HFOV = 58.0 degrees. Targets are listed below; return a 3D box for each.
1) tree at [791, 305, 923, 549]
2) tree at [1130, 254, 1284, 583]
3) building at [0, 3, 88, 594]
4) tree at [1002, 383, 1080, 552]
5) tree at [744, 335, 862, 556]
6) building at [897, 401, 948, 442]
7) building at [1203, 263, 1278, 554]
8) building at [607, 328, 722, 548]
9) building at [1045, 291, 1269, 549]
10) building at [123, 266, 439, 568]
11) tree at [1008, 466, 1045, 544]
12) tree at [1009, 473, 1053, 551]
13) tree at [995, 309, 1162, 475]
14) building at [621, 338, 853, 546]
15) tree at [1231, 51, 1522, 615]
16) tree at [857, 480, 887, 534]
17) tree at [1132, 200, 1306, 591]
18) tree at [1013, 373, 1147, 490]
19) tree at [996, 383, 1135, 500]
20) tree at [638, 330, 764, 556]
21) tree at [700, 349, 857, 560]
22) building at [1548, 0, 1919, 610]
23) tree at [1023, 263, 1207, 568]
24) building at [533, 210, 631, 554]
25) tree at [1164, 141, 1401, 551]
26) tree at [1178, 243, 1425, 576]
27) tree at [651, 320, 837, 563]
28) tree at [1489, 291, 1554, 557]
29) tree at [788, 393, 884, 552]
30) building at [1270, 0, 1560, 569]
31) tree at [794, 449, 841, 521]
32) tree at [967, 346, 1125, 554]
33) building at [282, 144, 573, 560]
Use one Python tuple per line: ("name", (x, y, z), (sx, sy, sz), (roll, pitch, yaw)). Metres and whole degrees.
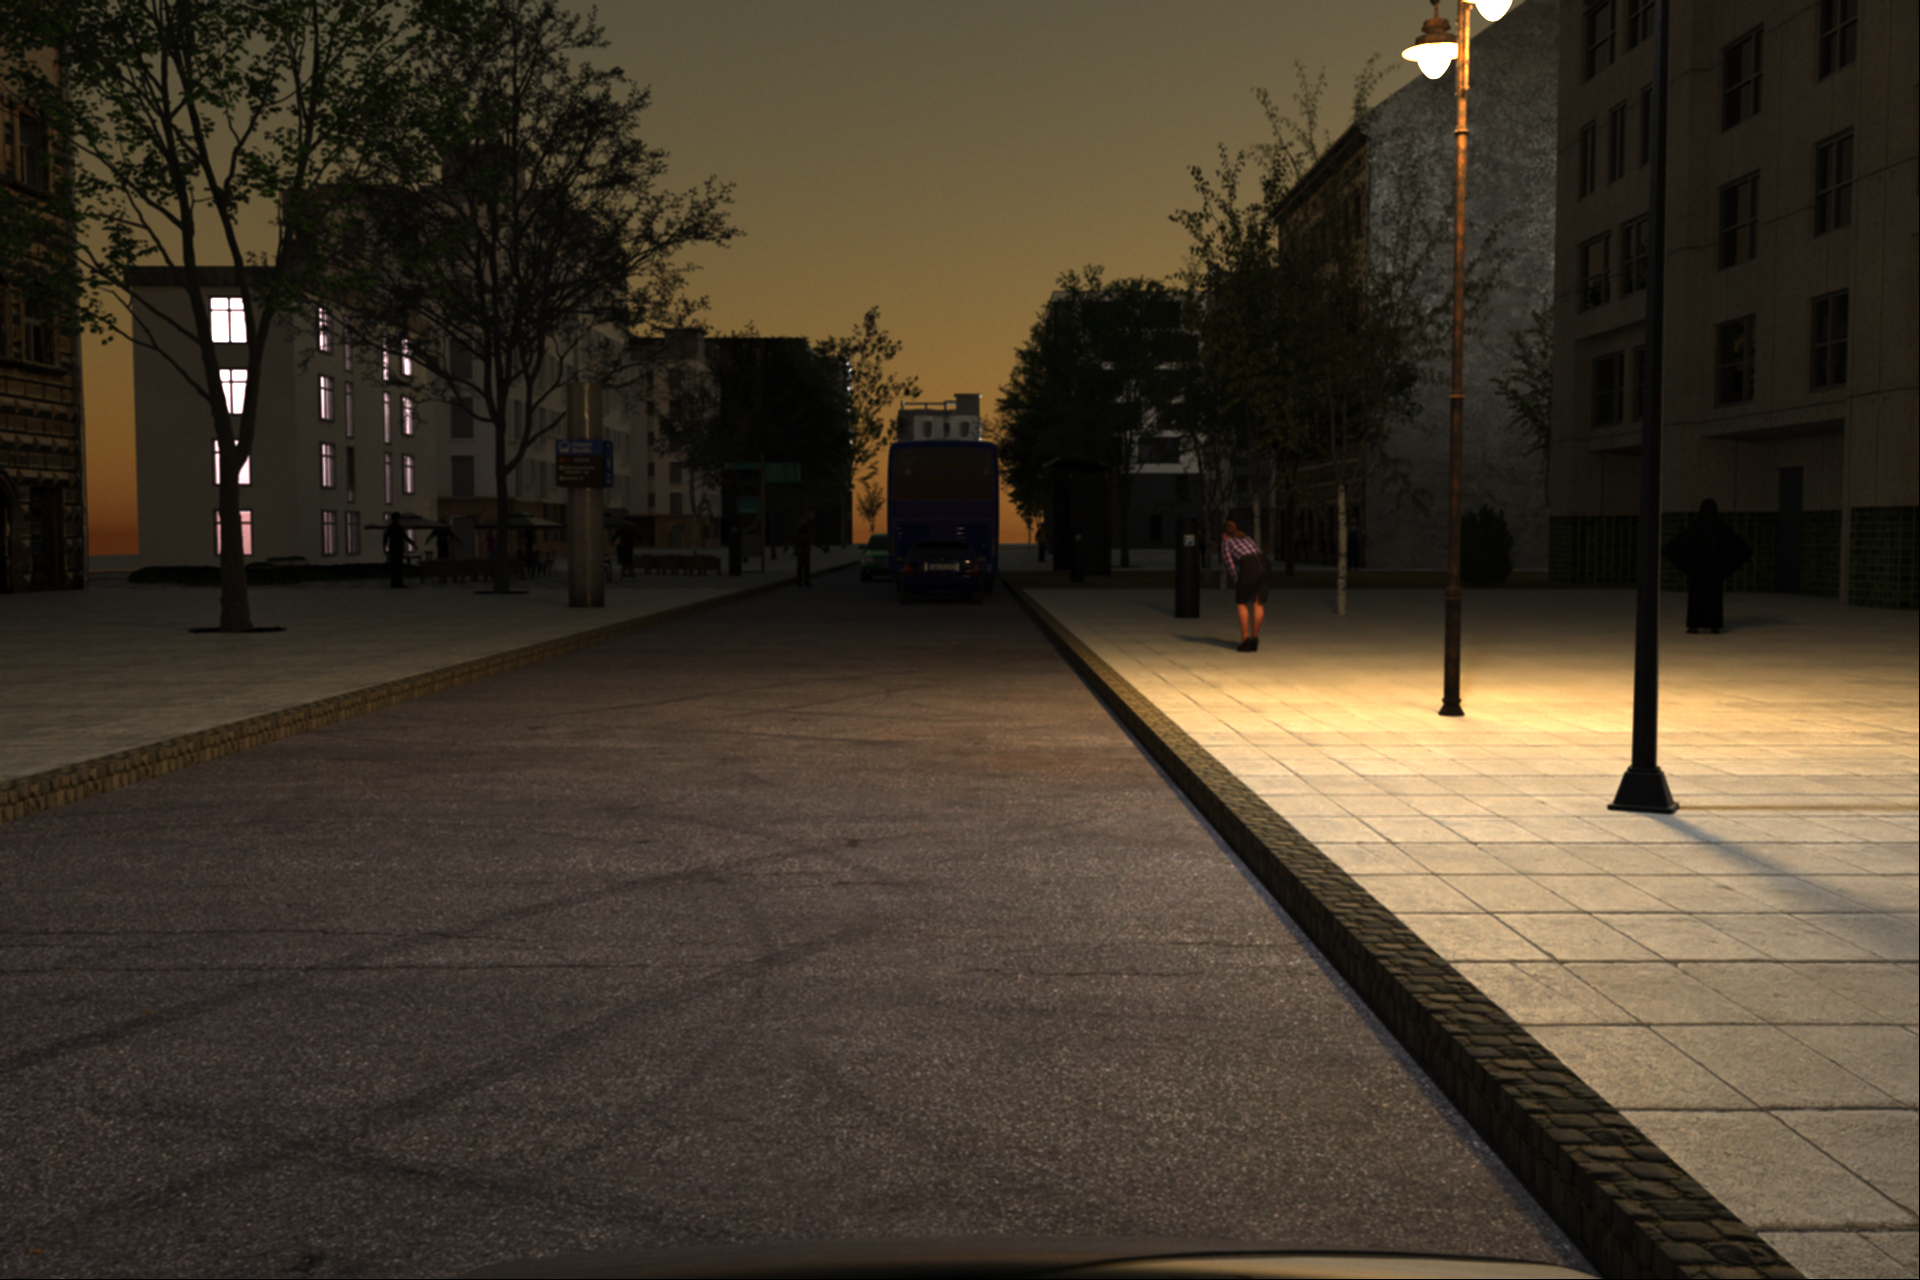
("tree", (-9.344, -17.665, 144.717), (12.611, 20.169, 13.585), (0, 3, 0))
("tree", (6.626, -5.832, 45.716), (4.360, 8.622, 3.978), (0, 3, 0))
("building", (-29.450, -12.202, 30.428), (19.493, 23.208, 18.063), (0, 4, 0))
("tree", (6.503, -12.709, 125.915), (7.486, 12.596, 7.792), (0, 3, 0))
("tree", (-9.229, -11.090, 99.454), (7.486, 12.596, 7.792), (0, 3, 0))
("building", (-8.285, -23.173, 237.748), (11.380, 20.090, 16.016), (0, 4, 4))
("building", (22.419, -16.241, 121.967), (16.016, 20.090, 11.380), (0, 4, 0))
("building", (-28.897, -18.584, 160.263), (16.016, 20.090, 11.380), (0, 4, 1))
("building", (21.777, -19.450, 161.989), (27.936, 21.610, 32.646), (0, 3, 0))
("building", (-25.436, -7.723, 68.422), (9.099, 9.664, 28.070), (0, 4, 0))
("tree", (10.473, -18.808, 233.272), (9.928, 11.665, 9.643), (0, 3, 0))
("tree", (5.656, -11.297, 135.071), (4.737, 8.622, 4.395), (0, 3, 0))
("tree", (5.592, -9.292, 77.685), (9.928, 11.665, 9.643), (0, 3, 0))
("building", (-26.932, -21.567, 196.595), (27.936, 21.610, 32.646), (0, 4, -1))
("tree", (5.942, -4.711, 27.395), (4.360, 8.622, 3.978), (0, 3, 0))
("tree", (-11.999, -17.399, 234.832), (4.737, 8.622, 4.395), (0, 3, 0))
("tree", (5.909, -5.386, 38.425), (4.360, 8.622, 3.978), (0, 3, 0))
("tree", (5.889, -9.463, 89.130), (7.601, 10.594, 8.767), (-3, 5, -41))
("tree", (5.653, -10.091, 99.404), (8.767, 10.594, 7.601), (0, 4, -4))
("tree", (-9.698, -6.810, 61.706), (4.360, 8.622, 3.978), (0, 3, 0))
("tree", (-9.284, -9.307, 86.580), (8.767, 10.594, 7.601), (0, 4, 0))
("building", (24.178, -10.019, 30.265), (16.747, 18.905, 31.486), (0, 3, 0))
("tree", (6.297, -8.604, 66.428), (9.928, 11.665, 9.643), (0, 3, 0))
("building", (-27.008, -15.043, 102.373), (16.016, 20.090, 11.380), (0, 4, 1))
("tree", (5.860, -5.044, 32.828), (4.737, 8.622, 4.395), (0, 3, 0))
("tree", (10.416, -7.287, 53.557), (8.767, 10.594, 7.601), (2, 4, 31))
("tree", (-9.543, -8.675, 76.250), (8.767, 10.594, 7.601), (0, 4, -1))
("tree", (18.510, -6.294, 53.266), (4.737, 8.622, 4.395), (0, 3, 0))
("tree", (-9.389, -12.083, 123.307), (9.928, 11.665, 9.643), (0, 3, 0))
("building", (24.219, -14.786, 72.674), (19.493, 23.208, 18.063), (0, 3, 0))
("tree", (-9.731, -9.793, 110.479), (4.737, 8.622, 4.395), (0, 3, 0))
("tree", (5.646, -12.178, 109.480), (12.009, 13.543, 11.850), (0, 3, 0))
("building", (-26.878, -14.007, 85.433), (16.016, 20.090, 11.380), (0, 4, 0))
